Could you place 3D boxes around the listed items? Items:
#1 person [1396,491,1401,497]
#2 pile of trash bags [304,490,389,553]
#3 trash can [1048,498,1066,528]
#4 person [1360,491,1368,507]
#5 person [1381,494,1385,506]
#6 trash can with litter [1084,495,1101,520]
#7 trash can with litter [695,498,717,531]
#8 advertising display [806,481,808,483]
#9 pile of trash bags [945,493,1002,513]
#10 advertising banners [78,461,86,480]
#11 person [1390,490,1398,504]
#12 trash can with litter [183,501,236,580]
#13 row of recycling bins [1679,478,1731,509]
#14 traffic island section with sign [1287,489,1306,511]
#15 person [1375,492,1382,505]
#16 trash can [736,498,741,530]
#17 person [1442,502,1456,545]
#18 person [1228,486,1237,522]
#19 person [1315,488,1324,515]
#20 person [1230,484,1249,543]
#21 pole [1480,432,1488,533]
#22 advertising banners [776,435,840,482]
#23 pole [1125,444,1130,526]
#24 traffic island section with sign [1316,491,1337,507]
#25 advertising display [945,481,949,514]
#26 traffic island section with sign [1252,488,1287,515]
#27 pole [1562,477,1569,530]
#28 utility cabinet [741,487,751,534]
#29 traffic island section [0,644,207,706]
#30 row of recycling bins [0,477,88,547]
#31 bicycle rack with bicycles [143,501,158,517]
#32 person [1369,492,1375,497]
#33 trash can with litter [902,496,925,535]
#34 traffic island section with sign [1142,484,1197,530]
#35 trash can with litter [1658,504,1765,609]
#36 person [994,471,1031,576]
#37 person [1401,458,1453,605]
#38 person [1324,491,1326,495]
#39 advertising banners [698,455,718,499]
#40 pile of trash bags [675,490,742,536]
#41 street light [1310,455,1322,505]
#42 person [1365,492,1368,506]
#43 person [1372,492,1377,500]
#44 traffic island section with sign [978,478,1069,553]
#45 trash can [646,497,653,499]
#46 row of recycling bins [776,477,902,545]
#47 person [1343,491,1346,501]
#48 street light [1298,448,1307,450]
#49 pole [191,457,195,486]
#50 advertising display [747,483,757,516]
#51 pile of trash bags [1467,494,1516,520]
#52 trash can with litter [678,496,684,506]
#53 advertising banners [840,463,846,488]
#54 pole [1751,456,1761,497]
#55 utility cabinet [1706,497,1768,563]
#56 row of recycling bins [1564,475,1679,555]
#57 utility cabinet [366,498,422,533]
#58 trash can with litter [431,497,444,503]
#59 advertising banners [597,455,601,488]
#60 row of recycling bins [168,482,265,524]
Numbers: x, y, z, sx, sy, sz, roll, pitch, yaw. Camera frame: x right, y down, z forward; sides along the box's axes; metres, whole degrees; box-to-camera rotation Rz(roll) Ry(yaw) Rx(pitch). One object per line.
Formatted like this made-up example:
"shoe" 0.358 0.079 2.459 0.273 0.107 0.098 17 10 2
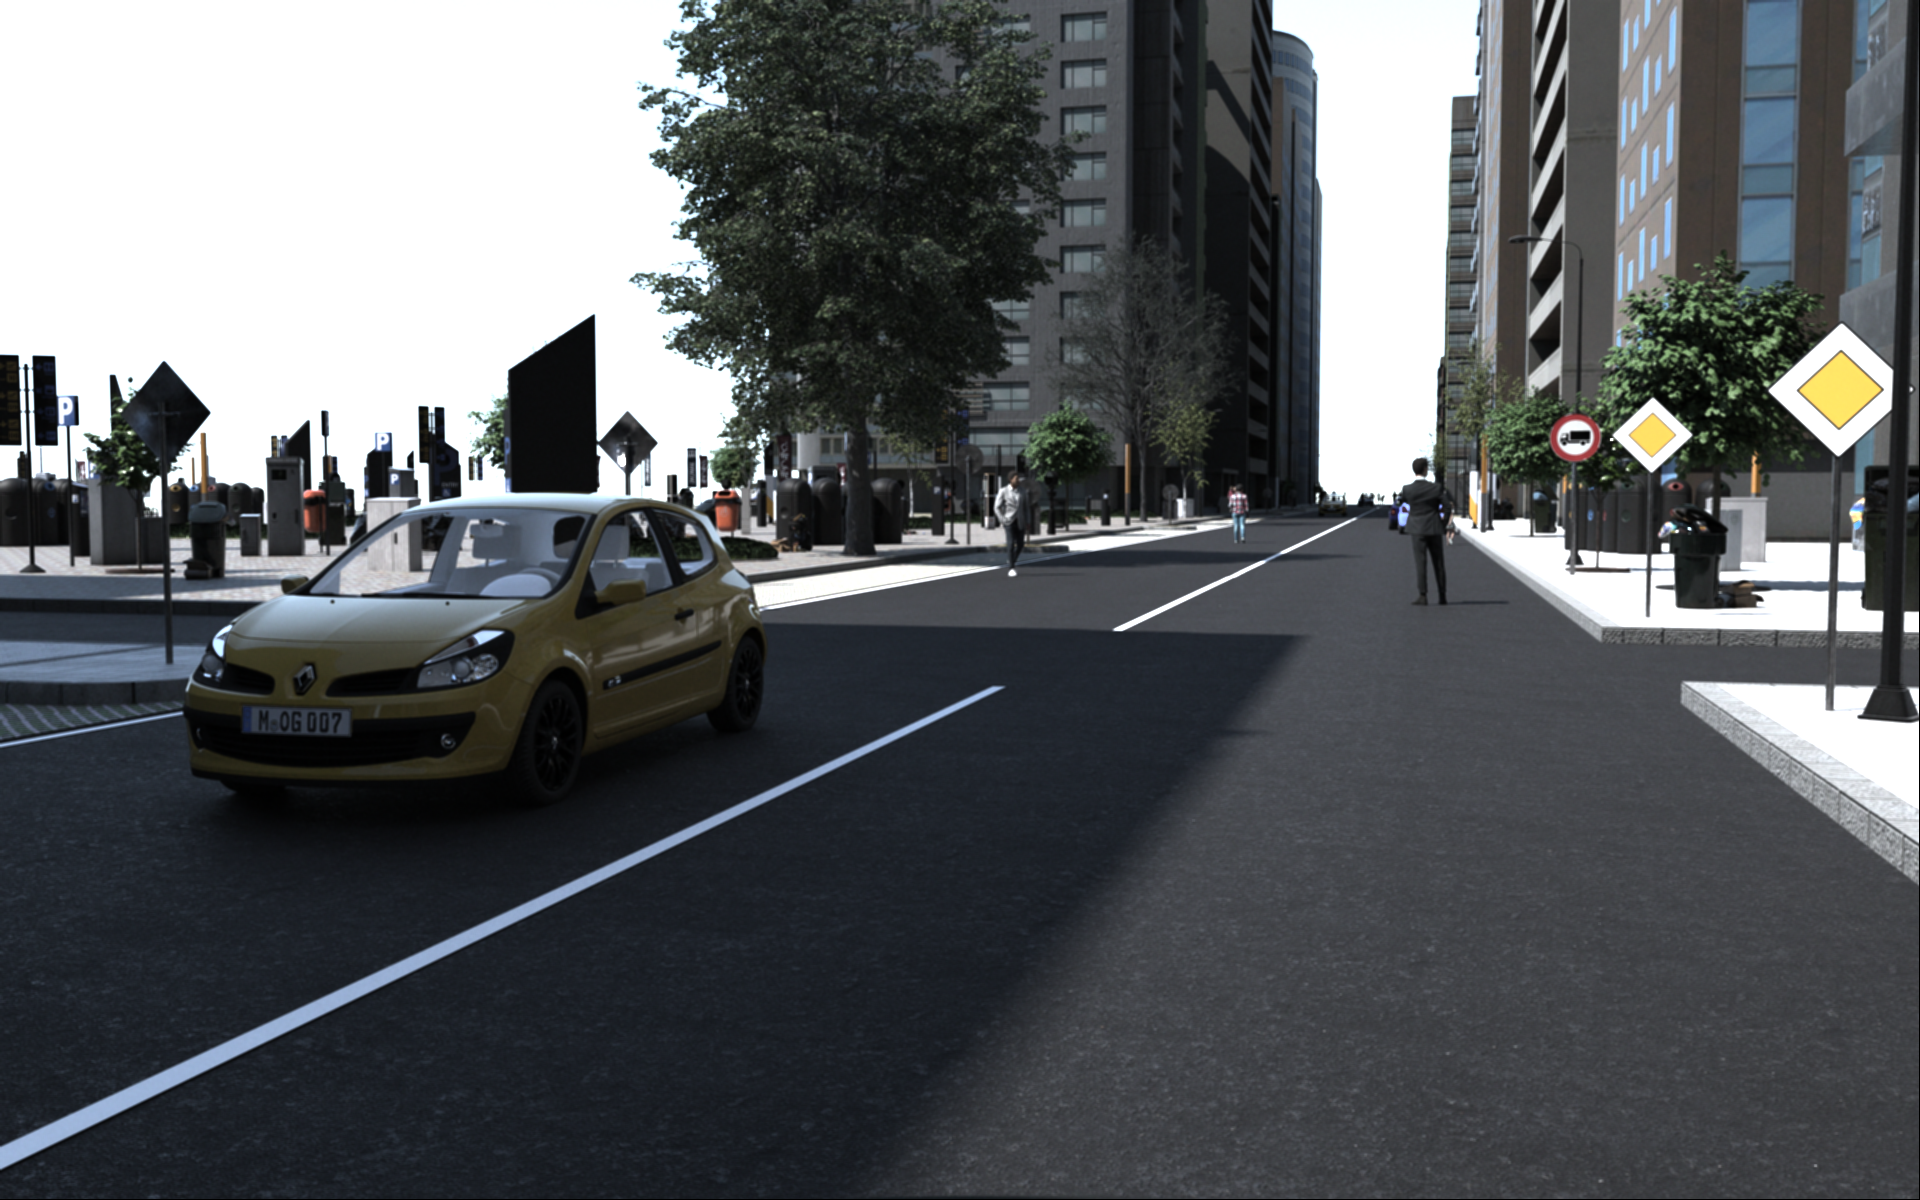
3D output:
"person" 50.871 -11.725 200.140 1.348 1.831 0.705 0 4 -4
"pile of trash bags" -13.042 -1.773 38.745 1.912 1.369 3.447 3 5 45
"trash can" 3.677 -3.276 65.215 0.748 1.137 0.748 0 3 0
"person" 44.816 -11.197 192.104 0.750 1.759 0.617 -1 4 -15
"person" 51.600 -12.200 211.161 0.799 1.438 0.628 3 5 45
"trash can with litter" 6.716 -4.718 88.196 1.678 1.210 2.233 1 4 16
"trash can with litter" -6.469 -1.961 43.443 0.624 1.170 1.055 2 4 35
"advertising display" -7.215 -4.948 86.117 0.974 1.923 0.123 0 4 2
"pile of trash bags" 0.513 -4.548 84.105 3.447 1.369 1.912 2 4 30
"advertising banners" -45.170 -5.760 90.368 2.074 3.025 0.090 1 4 19
"person" 49.220 -11.507 196.275 0.705 1.869 1.348 -3 4 -37
"trash can with litter" -11.434 -0.914 26.335 0.624 1.170 1.055 -1 4 -12
"row of recycling bins" 18.145 -2.327 45.155 3.534 1.692 1.069 1 4 14
"traffic island section with sign" 27.527 -8.219 143.000 1.989 1.847 2.006 1 4 14
"person" 57.294 -13.918 236.845 1.217 1.735 0.721 3 4 36
"trash can" -8.067 -3.129 62.817 0.748 1.137 0.748 0 3 0
"person" 13.739 -2.160 48.825 0.382 1.210 0.505 -3 4 -37
"person" 13.715 -4.792 86.827 0.580 1.828 0.573 2 4 28
"person" 24.474 -6.669 117.548 0.705 1.822 1.348 3 5 41
"person" 8.206 -2.543 50.915 0.563 1.720 0.643 1 4 19
"pole" 17.307 -3.874 57.189 0.158 3.312 0.155 0 3 0
"advertising banners" -4.584 -3.394 51.673 2.074 3.025 0.090 -2 4 -35
"pole" 6.832 -4.686 70.466 0.158 3.312 0.155 0 3 0
"traffic island section with sign" 41.655 -11.563 197.688 1.989 1.847 2.006 1 4 14
"advertising display" -0.912 -4.718 82.347 0.123 1.923 0.974 3 5 43
"traffic island section with sign" 20.784 -6.622 116.899 1.989 1.847 2.006 1 4 14
"pole" 21.908 -4.205 62.591 0.158 3.312 0.155 0 3 0
"utility cabinet" -6.862 -2.868 55.563 0.318 1.500 1.173 0 4 -7
"traffic island section" -6.012 0.560 13.129 2.009 0.180 2.903 1 4 14
"row of recycling bins" -22.937 -2.240 43.738 1.069 1.692 3.534 1 4 12
"bicycle rack with bicycles" -40.410 -4.365 84.754 2.852 0.926 2.925 1 4 18
"person" 51.674 -12.739 217.504 1.217 1.743 0.721 -2 4 -24
"trash can with litter" -1.955 -2.691 55.059 1.678 1.210 2.233 1 4 13
"traffic island section with sign" 8.363 -3.680 68.799 1.989 1.847 2.006 1 4 14
"trash can with litter" 8.487 -0.499 19.541 1.055 1.170 0.624 -1 4 -17
"person" 0.906 -1.353 30.475 0.661 1.843 0.795 -1 4 -20
"person" 6.023 -0.891 22.437 0.648 1.900 0.474 0 4 3
"person" 39.474 -10.907 187.376 0.434 1.755 0.990 2 4 31
"advertising banners" -11.017 -5.037 78.548 0.090 3.025 2.074 3 5 44
"pile of trash bags" -6.488 -1.774 38.765 3.447 1.369 1.912 1 4 16
"street light" 42.287 -14.262 205.732 1.470 5.913 1.316 1 4 14
"person" 50.537 -12.605 215.307 1.217 1.735 0.721 2 4 27
"person" 58.301 -14.383 244.180 0.721 1.766 1.217 -3 5 -41
"traffic island section with sign" 1.629 -2.084 42.695 1.989 1.847 2.006 1 4 14
"trash can" -15.290 -4.440 84.242 0.748 1.137 0.748 0 3 0
"row of recycling bins" -3.004 -2.252 43.926 3.534 1.692 1.069 -2 4 -35
"person" 41.106 -10.779 185.517 0.721 1.735 1.217 0 4 7
"street light" 34.489 -12.429 175.751 1.470 5.913 1.316 1 4 14
"pole" -41.888 -6.165 94.644 0.158 3.312 0.155 0 3 0
"advertising display" -12.016 -5.860 101.021 0.974 1.923 0.123 1 4 21
"pile of trash bags" 26.094 -4.657 85.899 1.912 1.369 3.447 -1 4 -9
"trash can with litter" -13.170 -4.224 80.121 2.233 1.210 1.678 3 4 37
"advertising banners" -5.931 -6.215 97.796 2.074 3.025 0.090 0 4 8
"pole" 19.569 -2.980 42.561 0.158 3.312 0.155 0 3 0
"utility cabinet" 14.512 -1.299 32.403 1.020 1.237 0.306 0 4 6
"row of recycling bins" 14.439 -1.907 38.286 1.069 1.692 3.534 0 4 -4
"utility cabinet" -9.425 -1.081 28.839 1.020 1.237 0.306 2 4 30
"trash can with litter" -18.523 -3.111 62.257 0.624 1.170 1.055 2 4 24
"advertising banners" -16.538 -4.944 77.030 0.090 3.025 2.074 2 4 24
"row of recycling bins" -25.978 -3.235 60.001 3.534 1.692 1.069 1 4 20
